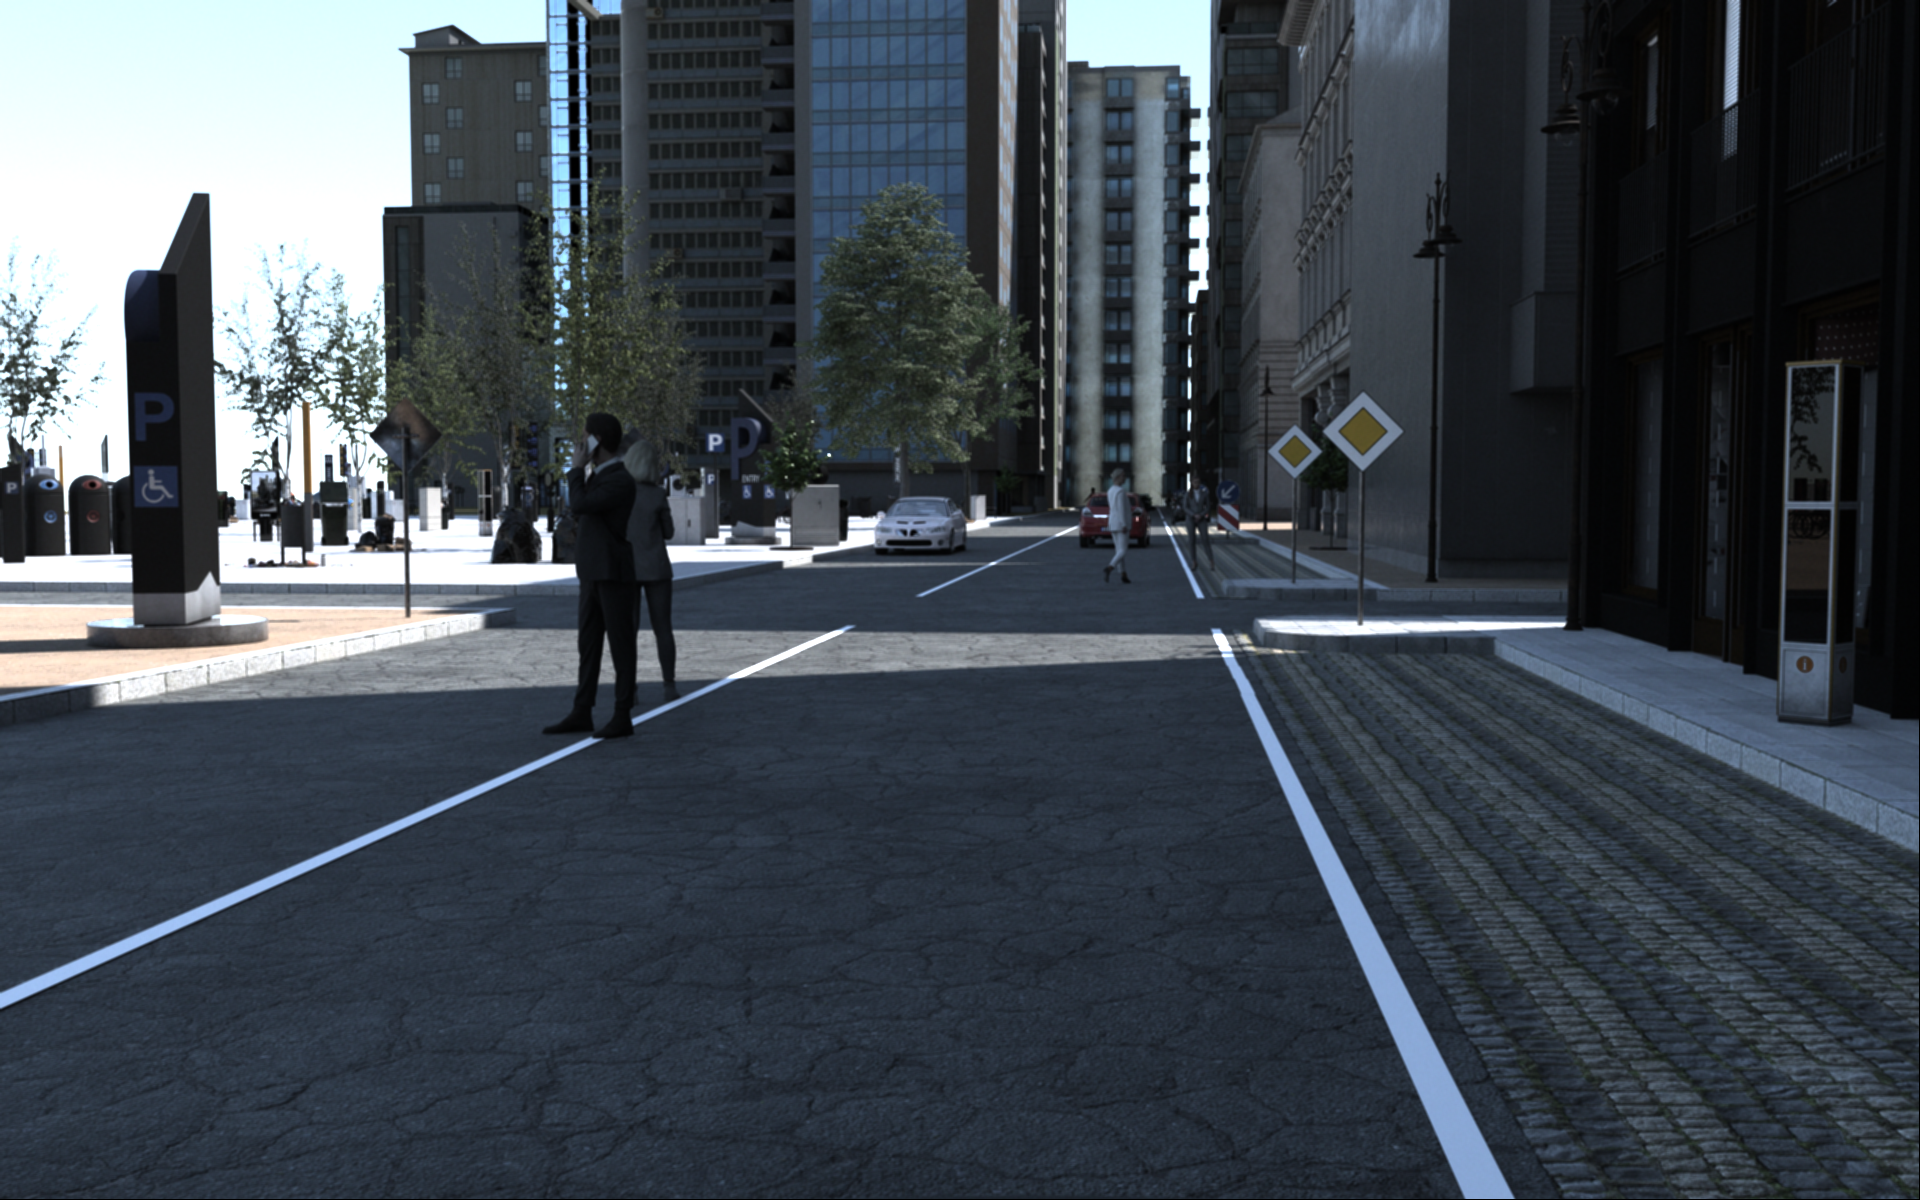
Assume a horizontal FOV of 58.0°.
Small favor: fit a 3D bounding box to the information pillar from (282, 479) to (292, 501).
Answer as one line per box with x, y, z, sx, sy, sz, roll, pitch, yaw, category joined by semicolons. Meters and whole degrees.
-32.119;-4.781;82.657;0.304;2.012;0.304;2;4;32;information pillar

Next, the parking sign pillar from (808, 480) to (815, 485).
-8.386;-6.625;96.798;1.447;3.967;1.447;-1;4;-15;parking sign pillar

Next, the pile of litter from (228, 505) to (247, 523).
-32.522;-3.841;76.767;1.719;0.858;1.176;-1;4;-17;pile of litter

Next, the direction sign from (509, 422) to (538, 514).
-13.693;-3.816;54.396;0.876;3.537;0.379;0;4;-8;direction sign

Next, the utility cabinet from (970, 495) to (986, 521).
0.872;-4.435;83.680;0.306;1.237;1.020;2;4;30;utility cabinet

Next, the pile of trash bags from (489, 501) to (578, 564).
-7.149;-1.390;32.477;3.447;1.369;1.912;0;4;8;pile of trash bags

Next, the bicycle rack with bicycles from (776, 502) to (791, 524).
-6.951;-3.754;74.756;2.925;0.926;2.852;0;4;5;bicycle rack with bicycles

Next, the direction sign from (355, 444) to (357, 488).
-27.335;-5.288;78.463;0.379;3.537;0.876;-1;4;-22;direction sign

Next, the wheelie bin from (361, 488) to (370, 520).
-29.425;-4.675;84.338;0.693;1.594;0.980;0;4;6;wheelie bin

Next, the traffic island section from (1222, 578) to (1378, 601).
4.804;-0.157;24.856;2.009;0.180;2.903;0;4;6;traffic island section

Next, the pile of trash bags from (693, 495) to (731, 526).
-10.869;-3.758;71.202;3.447;1.369;1.912;0;4;6;pile of trash bags

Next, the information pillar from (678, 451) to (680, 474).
-15.186;-6.263;93.758;0.183;3.616;0.504;-1;4;-13;information pillar

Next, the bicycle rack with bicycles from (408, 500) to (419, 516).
-32.272;-5.354;100.921;2.852;0.926;2.925;-1;4;-18;bicycle rack with bicycles

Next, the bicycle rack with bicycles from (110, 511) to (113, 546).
-19.708;-1.771;42.343;2.852;0.926;2.925;-1;4;-14;bicycle rack with bicycles

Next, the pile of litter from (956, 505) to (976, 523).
0.109;-3.827;76.529;1.176;0.858;1.719;0;4;7;pile of litter

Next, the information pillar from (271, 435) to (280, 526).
-27.240;-4.748;68.977;0.183;3.616;0.504;0;4;6;information pillar

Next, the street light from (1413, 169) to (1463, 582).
6.877;-3.198;25.079;0.468;5.910;1.993;0;4;6;street light

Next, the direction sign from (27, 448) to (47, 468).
-45.776;-5.747;85.958;0.876;3.537;0.379;-2;4;-26;direction sign

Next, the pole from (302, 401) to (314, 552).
-14.389;-2.713;38.207;0.158;3.312;0.155;0;3;0;pole

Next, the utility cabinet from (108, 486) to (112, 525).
-23.755;-2.471;49.072;1.173;1.500;0.318;0;4;-1;utility cabinet

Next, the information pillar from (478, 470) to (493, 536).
-14.409;-2.941;52.573;0.304;2.012;0.304;3;5;40;information pillar

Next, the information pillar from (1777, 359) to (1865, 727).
4.801;-0.317;9.668;0.304;2.012;0.304;-3;5;-40;information pillar

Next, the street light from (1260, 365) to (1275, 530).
10.943;-5.451;61.911;0.468;5.910;1.993;0;4;6;street light

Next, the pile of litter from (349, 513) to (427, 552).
-12.857;-1.532;39.010;1.719;0.858;1.176;-1;4;-16;pile of litter

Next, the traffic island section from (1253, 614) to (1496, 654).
3.928;0.328;16.919;2.009;0.180;2.903;0;4;6;traffic island section

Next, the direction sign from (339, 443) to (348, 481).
-27.530;-5.223;77.388;0.379;3.537;0.876;0;4;2;direction sign

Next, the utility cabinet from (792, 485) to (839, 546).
-3.539;-2.054;42.266;1.173;1.500;0.318;0;4;-7;utility cabinet

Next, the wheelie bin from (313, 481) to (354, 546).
-15.593;-2.148;43.033;0.980;1.594;0.693;-2;4;-24;wheelie bin

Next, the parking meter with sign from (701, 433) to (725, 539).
-7.229;-3.300;50.208;0.543;3.016;1.738;-1;4;-17;parking meter with sign

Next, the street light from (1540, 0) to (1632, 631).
5.781;-2.652;16.156;0.468;5.910;1.993;0;4;6;street light

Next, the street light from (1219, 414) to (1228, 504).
14.986;-7.693;98.567;0.468;5.910;1.993;0;4;6;street light

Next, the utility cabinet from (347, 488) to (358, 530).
-21.529;-3.191;60.853;1.173;1.500;0.318;3;4;36;utility cabinet

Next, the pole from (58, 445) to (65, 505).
-37.321;-4.777;71.940;0.158;3.312;0.155;0;3;0;pole

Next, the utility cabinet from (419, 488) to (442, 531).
-18.366;-3.140;60.016;0.318;1.500;1.173;0;4;7;utility cabinet

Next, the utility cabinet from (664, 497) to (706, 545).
-6.920;-1.978;43.500;1.020;1.237;0.306;1;4;16;utility cabinet

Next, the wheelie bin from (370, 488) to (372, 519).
-30.863;-5.034;90.208;0.980;1.594;0.693;2;4;28;wheelie bin

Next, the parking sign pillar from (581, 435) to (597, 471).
-16.173;-5.421;77.107;1.447;3.967;1.447;-2;4;-31;parking sign pillar

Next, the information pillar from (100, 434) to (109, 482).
-33.391;-4.668;67.675;0.504;3.616;0.183;3;5;40;information pillar

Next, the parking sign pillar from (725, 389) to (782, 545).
-5.255;-3.393;43.948;1.447;3.967;1.447;3;5;44;parking sign pillar

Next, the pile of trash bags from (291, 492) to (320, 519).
-33.618;-4.841;88.900;1.912;1.369;3.447;1;4;9;pile of trash bags

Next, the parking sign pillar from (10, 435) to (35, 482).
-43.070;-5.576;79.637;1.447;3.967;1.447;0;4;1;parking sign pillar

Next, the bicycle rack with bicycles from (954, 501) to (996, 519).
0.634;-4.576;88.201;2.852;0.926;2.925;-1;4;-14;bicycle rack with bicycles

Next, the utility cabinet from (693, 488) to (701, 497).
-9.923;-3.554;66.788;0.318;1.500;1.173;1;4;14;utility cabinet
